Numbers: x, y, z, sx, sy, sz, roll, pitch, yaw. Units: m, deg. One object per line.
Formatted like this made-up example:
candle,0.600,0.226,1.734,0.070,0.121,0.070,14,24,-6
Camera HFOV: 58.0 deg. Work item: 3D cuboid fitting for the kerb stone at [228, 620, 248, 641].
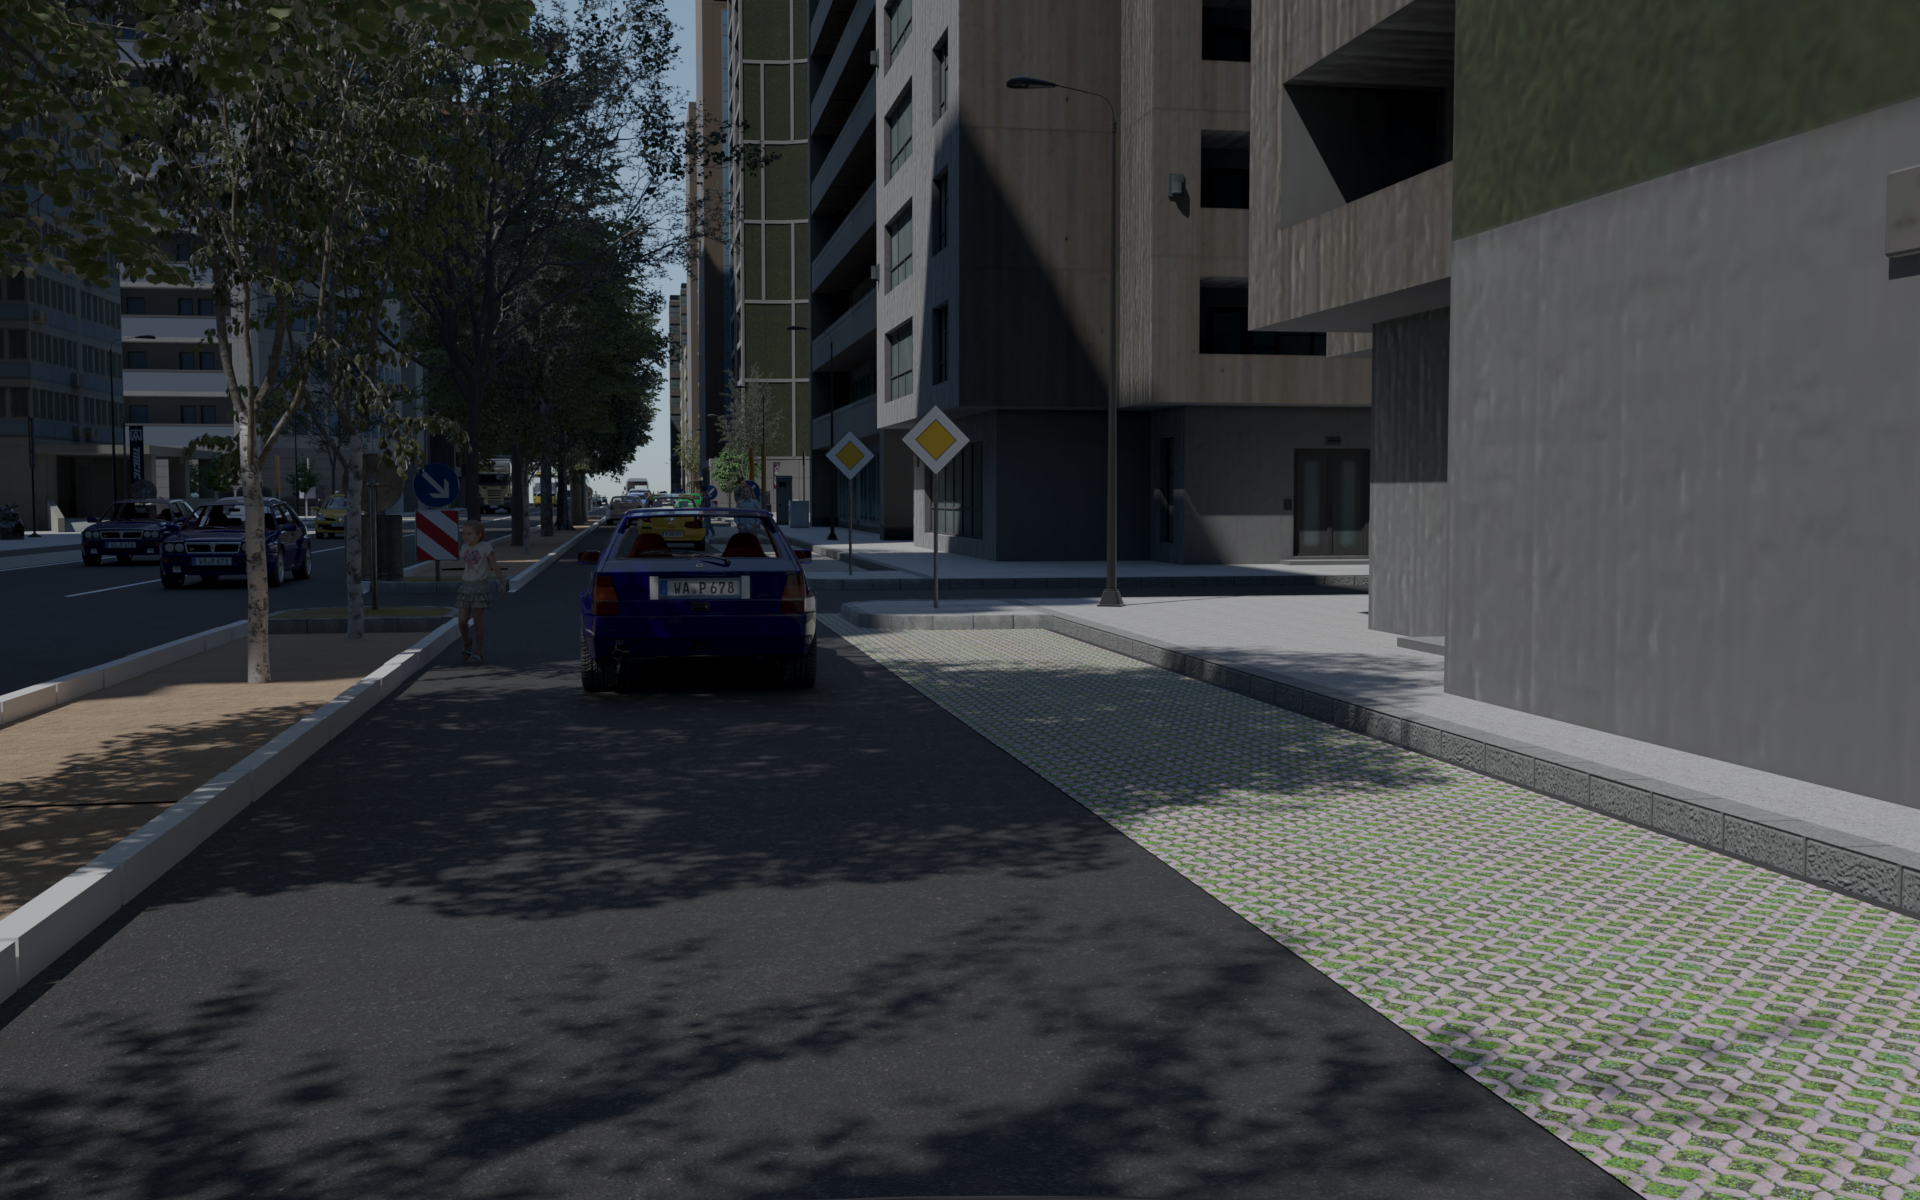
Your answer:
kerb stone,-7.181,0.309,17.213,0.120,0.150,1.000,-1,4,-10

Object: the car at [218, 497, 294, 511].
car,-18.093,-1.925,43.837,2.083,1.381,4.827,-1,4,-9

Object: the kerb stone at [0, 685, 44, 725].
kerb stone,-6.063,0.674,11.179,0.120,0.150,1.000,-1,4,-10

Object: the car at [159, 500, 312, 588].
car,-11.575,-0.931,27.799,1.945,1.354,3.894,-1,4,-11

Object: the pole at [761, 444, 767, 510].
pole,-7.933,-4.659,70.018,0.158,3.312,0.155,0,3,0

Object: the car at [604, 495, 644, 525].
car,-15.931,-4.301,82.689,2.083,1.381,4.827,-1,4,-10

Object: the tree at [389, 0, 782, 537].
tree,-12.526,-12.148,56.961,12.611,20.169,13.585,0,3,0

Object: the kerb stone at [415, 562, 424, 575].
kerb stone,-9.712,-0.530,30.855,0.120,0.150,1.000,-1,4,-10

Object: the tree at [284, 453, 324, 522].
tree,-30.822,-5.289,81.070,1.663,3.219,1.824,0,3,0

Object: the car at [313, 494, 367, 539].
car,-20.194,-2.871,57.162,2.015,1.641,3.980,-1,4,-12

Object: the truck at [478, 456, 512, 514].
truck,-34.235,-8.536,128.480,2.839,4.237,11.283,-1,4,-11

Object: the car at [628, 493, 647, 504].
car,-21.848,-6.563,116.889,1.945,1.707,3.694,-1,4,-11

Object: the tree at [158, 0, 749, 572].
tree,-9.134,-7.297,32.129,12.009,13.543,11.850,0,3,0

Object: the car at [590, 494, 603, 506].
car,-44.257,-12.228,209.716,2.009,1.686,4.222,-1,4,-10

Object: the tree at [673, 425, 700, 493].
tree,-28.357,-14.273,183.723,4.737,8.622,4.395,0,3,0

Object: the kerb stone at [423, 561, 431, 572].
kerb stone,-9.902,-0.591,31.859,0.120,0.150,1.000,-1,4,-10

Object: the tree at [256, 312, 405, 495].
tree,-31.858,-9.348,87.252,8.767,10.594,7.601,0,4,5

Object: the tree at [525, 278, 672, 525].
tree,-17.427,-10.350,78.327,9.857,13.997,8.962,0,3,0

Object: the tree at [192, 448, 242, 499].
tree,-28.020,-4.361,65.908,1.663,3.219,1.824,0,3,0

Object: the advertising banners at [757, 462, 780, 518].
advertising banners,-10.491,-5.966,93.725,0.090,3.025,2.074,3,5,43

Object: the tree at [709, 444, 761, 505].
tree,-13.920,-7.622,108.339,4.285,4.588,4.351,0,3,0

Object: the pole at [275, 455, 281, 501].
pole,-35.942,-5.960,91.290,0.158,3.312,0.155,0,3,0

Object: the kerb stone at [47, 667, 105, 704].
kerb stone,-6.248,0.612,12.184,0.120,0.150,1.000,-1,4,-10

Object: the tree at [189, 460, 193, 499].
tree,-37.775,-5.552,85.383,1.663,3.219,1.824,0,3,0

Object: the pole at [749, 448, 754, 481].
pole,-9.259,-5.084,76.964,0.158,3.312,0.155,0,3,0

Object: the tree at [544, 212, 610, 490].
tree,-10.188,-5.362,40.493,4.360,8.622,3.978,0,3,0

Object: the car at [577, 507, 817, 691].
car,-2.136,-0.090,14.059,1.945,1.354,3.894,-1,4,-9

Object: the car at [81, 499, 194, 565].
car,-16.996,-1.439,36.116,1.945,1.354,3.894,-1,4,-12

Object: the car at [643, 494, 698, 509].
car,-7.559,-2.140,45.218,2.015,1.641,3.980,-1,4,-11

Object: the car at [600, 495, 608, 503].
car,-50.794,-14.232,245.277,1.945,1.354,3.894,-1,4,-12

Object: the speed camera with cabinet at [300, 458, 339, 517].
speed camera with cabinet,-35.657,-6.242,96.400,2.038,3.252,0.660,-3,5,-45

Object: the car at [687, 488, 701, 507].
car,-17.550,-6.334,112.357,1.959,1.807,4.718,-1,4,-12

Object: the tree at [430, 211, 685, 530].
tree,-15.676,-9.086,68.021,9.611,12.733,9.660,0,3,0

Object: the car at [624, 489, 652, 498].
car,-23.143,-7.134,125.309,2.281,1.827,5.304,-1,4,-11

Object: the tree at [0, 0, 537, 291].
tree,-4.166,-5.225,6.010,7.486,12.596,7.792,0,3,0

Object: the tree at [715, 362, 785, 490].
tree,-11.961,-8.988,97.309,4.360,8.622,3.978,0,3,0

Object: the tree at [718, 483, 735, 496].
tree,-15.232,-7.242,113.014,1.663,3.219,1.824,0,3,0

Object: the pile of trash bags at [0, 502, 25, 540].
pile of trash bags,-28.044,-2.351,48.189,3.447,1.369,1.912,-3,4,-39

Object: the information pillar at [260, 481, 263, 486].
information pillar,-38.475,-5.540,95.078,0.304,2.012,0.304,1,4,9

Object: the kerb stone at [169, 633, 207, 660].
kerb stone,-6.820,0.429,15.197,0.120,0.150,1.000,-1,4,-10

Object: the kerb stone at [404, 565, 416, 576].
kerb stone,-9.539,-0.463,29.848,0.120,0.150,1.000,-1,4,-10

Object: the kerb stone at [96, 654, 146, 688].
kerb stone,-6.427,0.552,13.191,0.120,0.150,1.000,-1,4,-10

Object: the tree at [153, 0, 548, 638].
tree,-6.071,-3.934,17.135,4.737,8.622,4.395,0,3,0

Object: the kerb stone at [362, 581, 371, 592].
kerb stone,-8.788,-0.216,25.795,0.120,0.150,1.000,-1,4,-10

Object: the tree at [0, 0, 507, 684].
tree,-5.227,-3.655,12.572,4.360,8.622,3.978,0,3,0

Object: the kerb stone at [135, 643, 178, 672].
kerb stone,-6.627,0.489,14.194,0.120,0.150,1.000,-1,4,-10

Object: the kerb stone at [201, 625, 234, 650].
kerb stone,-6.999,0.366,16.204,0.120,0.150,1.000,-1,4,-10
